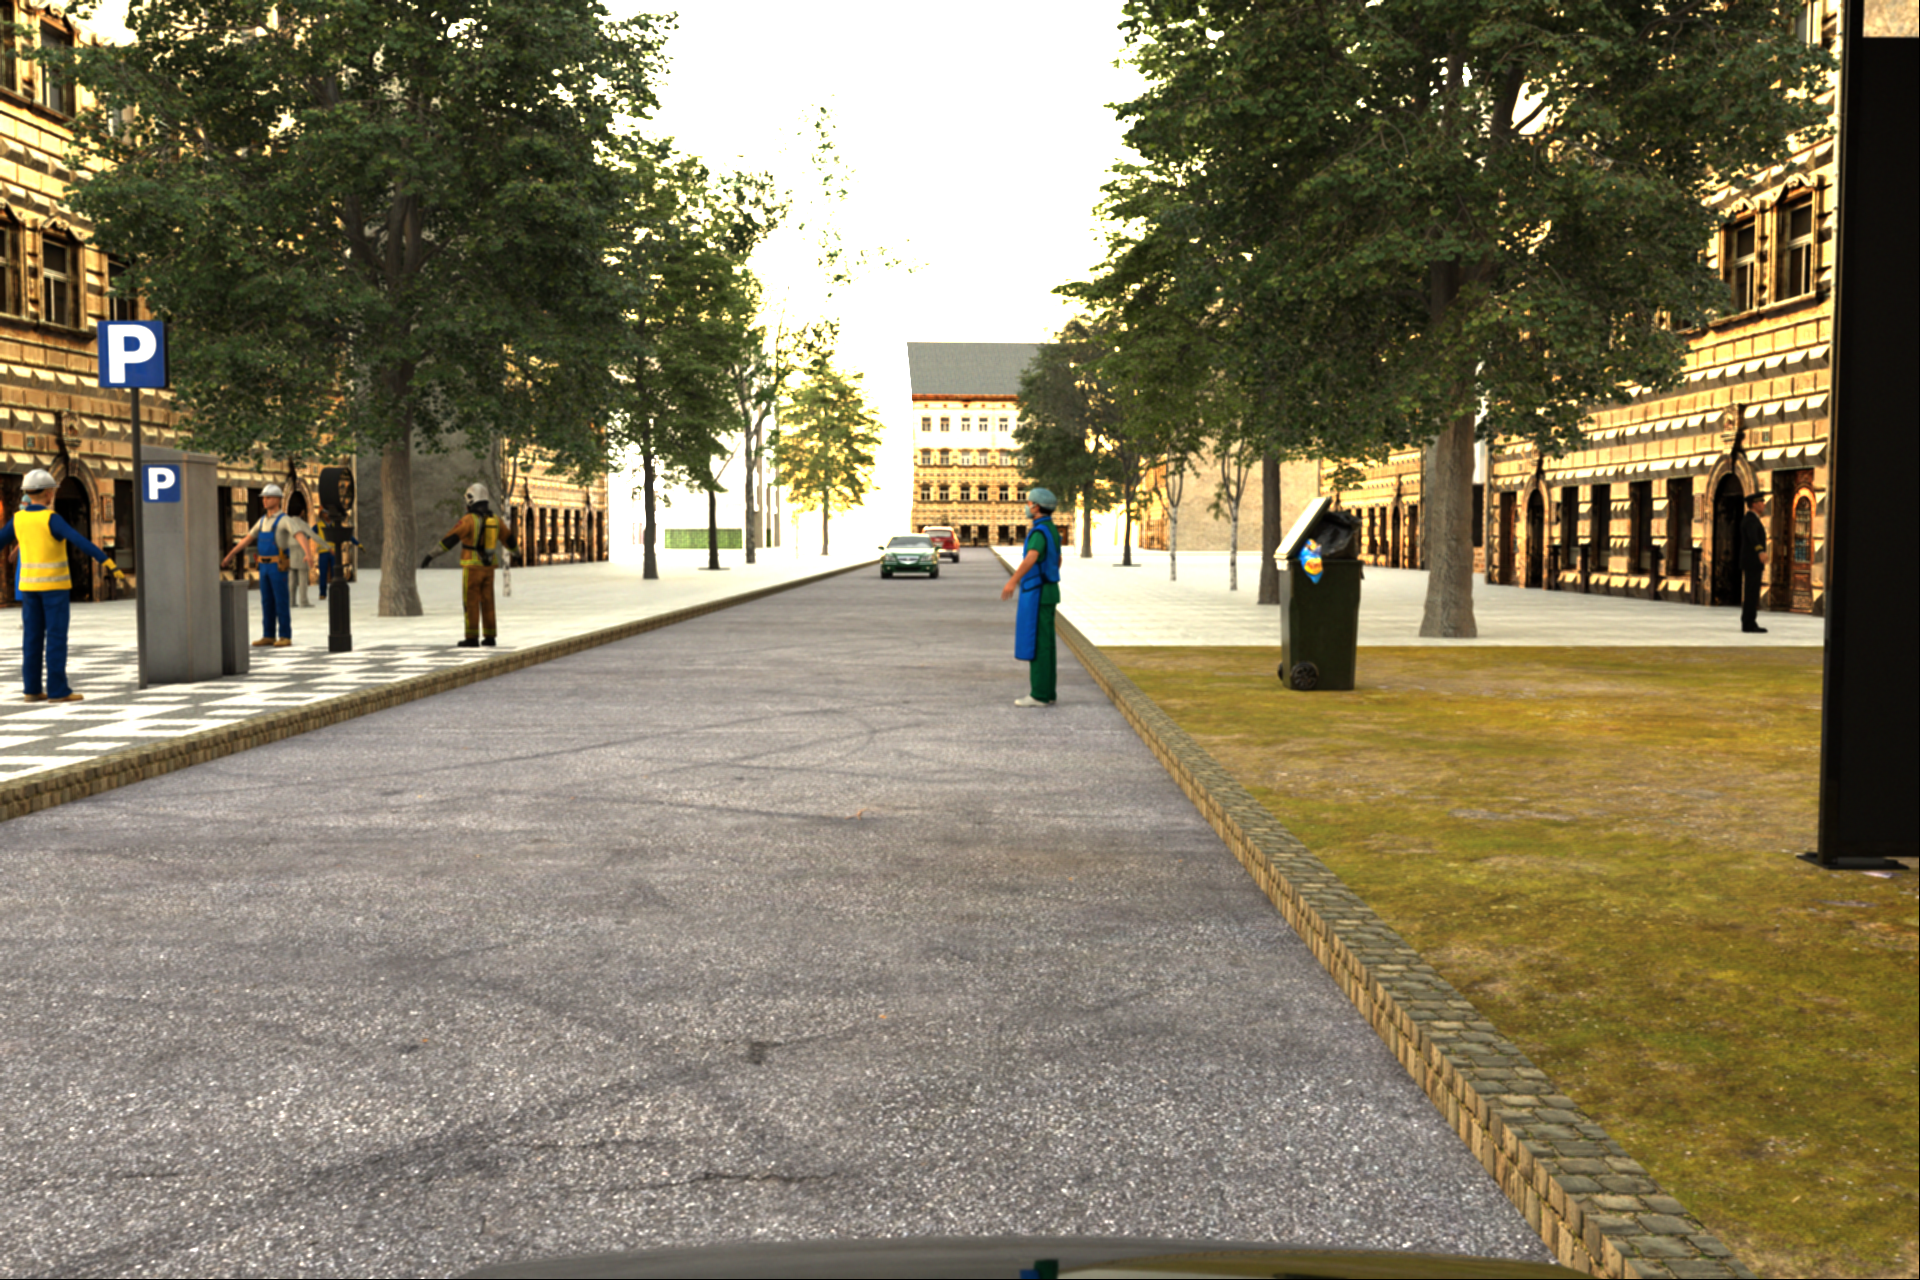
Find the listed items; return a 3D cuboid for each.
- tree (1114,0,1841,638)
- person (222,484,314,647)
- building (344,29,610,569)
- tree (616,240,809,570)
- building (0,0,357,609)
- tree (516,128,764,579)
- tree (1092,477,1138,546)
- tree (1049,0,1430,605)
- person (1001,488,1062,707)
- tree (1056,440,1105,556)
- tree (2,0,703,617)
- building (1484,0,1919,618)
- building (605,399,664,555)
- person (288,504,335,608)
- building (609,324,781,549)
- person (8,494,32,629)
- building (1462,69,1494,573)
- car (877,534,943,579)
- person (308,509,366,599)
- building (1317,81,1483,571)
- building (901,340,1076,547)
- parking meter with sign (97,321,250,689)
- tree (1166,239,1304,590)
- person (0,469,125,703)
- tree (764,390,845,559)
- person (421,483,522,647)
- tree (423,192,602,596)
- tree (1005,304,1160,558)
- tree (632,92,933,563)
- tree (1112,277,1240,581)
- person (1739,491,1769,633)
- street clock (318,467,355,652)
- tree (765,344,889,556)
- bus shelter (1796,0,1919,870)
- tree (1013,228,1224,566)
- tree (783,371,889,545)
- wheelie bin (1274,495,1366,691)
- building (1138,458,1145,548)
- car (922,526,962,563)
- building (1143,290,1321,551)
[{"bbox_3d":[6.098,-7.016,21.367,9.857,13.997,8.962,0,3,0],"label":"tree"},{"bbox_3d":[-7.863,-0.853,19.804,1.347,1.847,0.705,2,4,24],"label":"person"},{"bbox_3d":[-25.971,-14.768,72.388,19.493,23.208,18.063,0,4,1],"label":"building"},{"bbox_3d":[-9.043,-8.352,62.309,9.928,11.665,9.643,0,3,0],"label":"tree"},{"bbox_3d":[-25.413,-12.570,36.455,19.493,23.208,18.063,0,4,1],"label":"building"},{"bbox_3d":[-9.101,-8.004,48.985,7.486,12.596,7.792,0,3,0],"label":"tree"},{"bbox_3d":[17.649,-15.779,192.395,7.601,10.594,8.767,0,4,3],"label":"tree"},{"bbox_3d":[5.476,-6.950,31.753,7.486,12.596,7.792,0,3,0],"label":"tree"},{"bbox_3d":[0.645,-0.361,14.486,0.704,1.817,1.347,1,4,18],"label":"person"},{"bbox_3d":[6.852,-9.331,102.927,4.737,8.622,4.395,0,3,0],"label":"tree"},{"bbox_3d":[-8.875,-7.341,26.687,9.857,13.997,8.962,0,3,0],"label":"tree"},{"bbox_3d":[22.587,-12.451,34.495,19.493,23.208,18.063,0,4,1],"label":"building"},{"bbox_3d":[-25.214,-10.964,121.403,9.099,9.664,28.070,0,4,0],"label":"building"},{"bbox_3d":[-11.570,-1.476,30.319,1.347,1.806,0.705,1,4,16],"label":"person"},{"bbox_3d":[-26.682,-18.021,161.107,16.747,18.905,31.486,0,3,0],"label":"building"},{"bbox_3d":[-12.452,-1.044,23.199,0.704,1.817,1.347,-3,5,-41],"label":"person"},{"bbox_3d":[21.908,-12.300,57.523,16.016,20.090,11.380,0,4,0],"label":"building"},{"bbox_3d":[-1.630,-2.777,57.199,2.131,1.459,4.920,0,4,0],"label":"car"},{"bbox_3d":[-12.404,-1.717,34.047,1.349,1.833,0.705,-2,4,-28],"label":"person"},{"bbox_3d":[25.511,-14.574,69.216,19.493,23.208,18.063,0,4,0],"label":"building"},{"bbox_3d":[2.821,-22.203,196.399,18.063,23.208,19.493,0,4,-5],"label":"building"},{"bbox_3d":[-6.759,-1.150,15.066,0.543,3.016,1.738,0,3,0],"label":"parking meter with sign"},{"bbox_3d":[6.063,-5.447,39.422,4.360,8.622,3.978,0,3,0],"label":"tree"},{"bbox_3d":[-6.974,-0.418,13.296,1.216,1.772,0.721,1,4,12],"label":"person"},{"bbox_3d":[-8.588,-8.455,88.606,4.360,8.622,3.978,0,3,0],"label":"tree"},{"bbox_3d":[-5.499,-0.854,19.727,0.705,1.858,1.354,3,4,38],"label":"person"},{"bbox_3d":[-9.356,-5.191,35.228,4.360,8.622,3.978,0,3,0],"label":"tree"},{"bbox_3d":[6.802,-11.445,93.775,9.857,13.997,8.962,0,3,0],"label":"tree"},{"bbox_3d":[-8.055,-13.362,74.363,12.611,20.169,13.585,0,3,0],"label":"tree"},{"bbox_3d":[5.938,-5.963,47.855,4.737,8.622,4.395,0,3,0],"label":"tree"},{"bbox_3d":[10.398,-1.022,22.642,0.705,1.837,1.347,1,4,21],"label":"person"},{"bbox_3d":[-6.751,-0.871,18.810,0.358,2.002,0.471,0,4,1],"label":"street clock"},{"bbox_3d":[-8.019,-11.338,103.496,7.486,12.596,7.792,0,3,0],"label":"tree"},{"bbox_3d":[3.842,-0.752,3.585,1.731,3.624,6.357,0,4,-1],"label":"bus shelter"},{"bbox_3d":[6.833,-9.710,69.135,12.009,13.543,11.850,0,3,0],"label":"tree"},{"bbox_3d":[-14.088,-20.877,197.224,12.611,20.169,13.585,0,3,0],"label":"tree"},{"bbox_3d":[2.999,-0.399,14.426,0.693,1.594,0.980,0,4,1],"label":"wheelie bin"},{"bbox_3d":[26.069,-19.798,154.633,19.493,23.208,18.063,0,4,1],"label":"building"},{"bbox_3d":[-1.063,-4.835,87.720,2.281,1.827,5.304,0,4,1],"label":"car"},{"bbox_3d":[24.632,-18.660,136.022,19.493,23.208,18.063,0,4,1],"label":"building"}]
